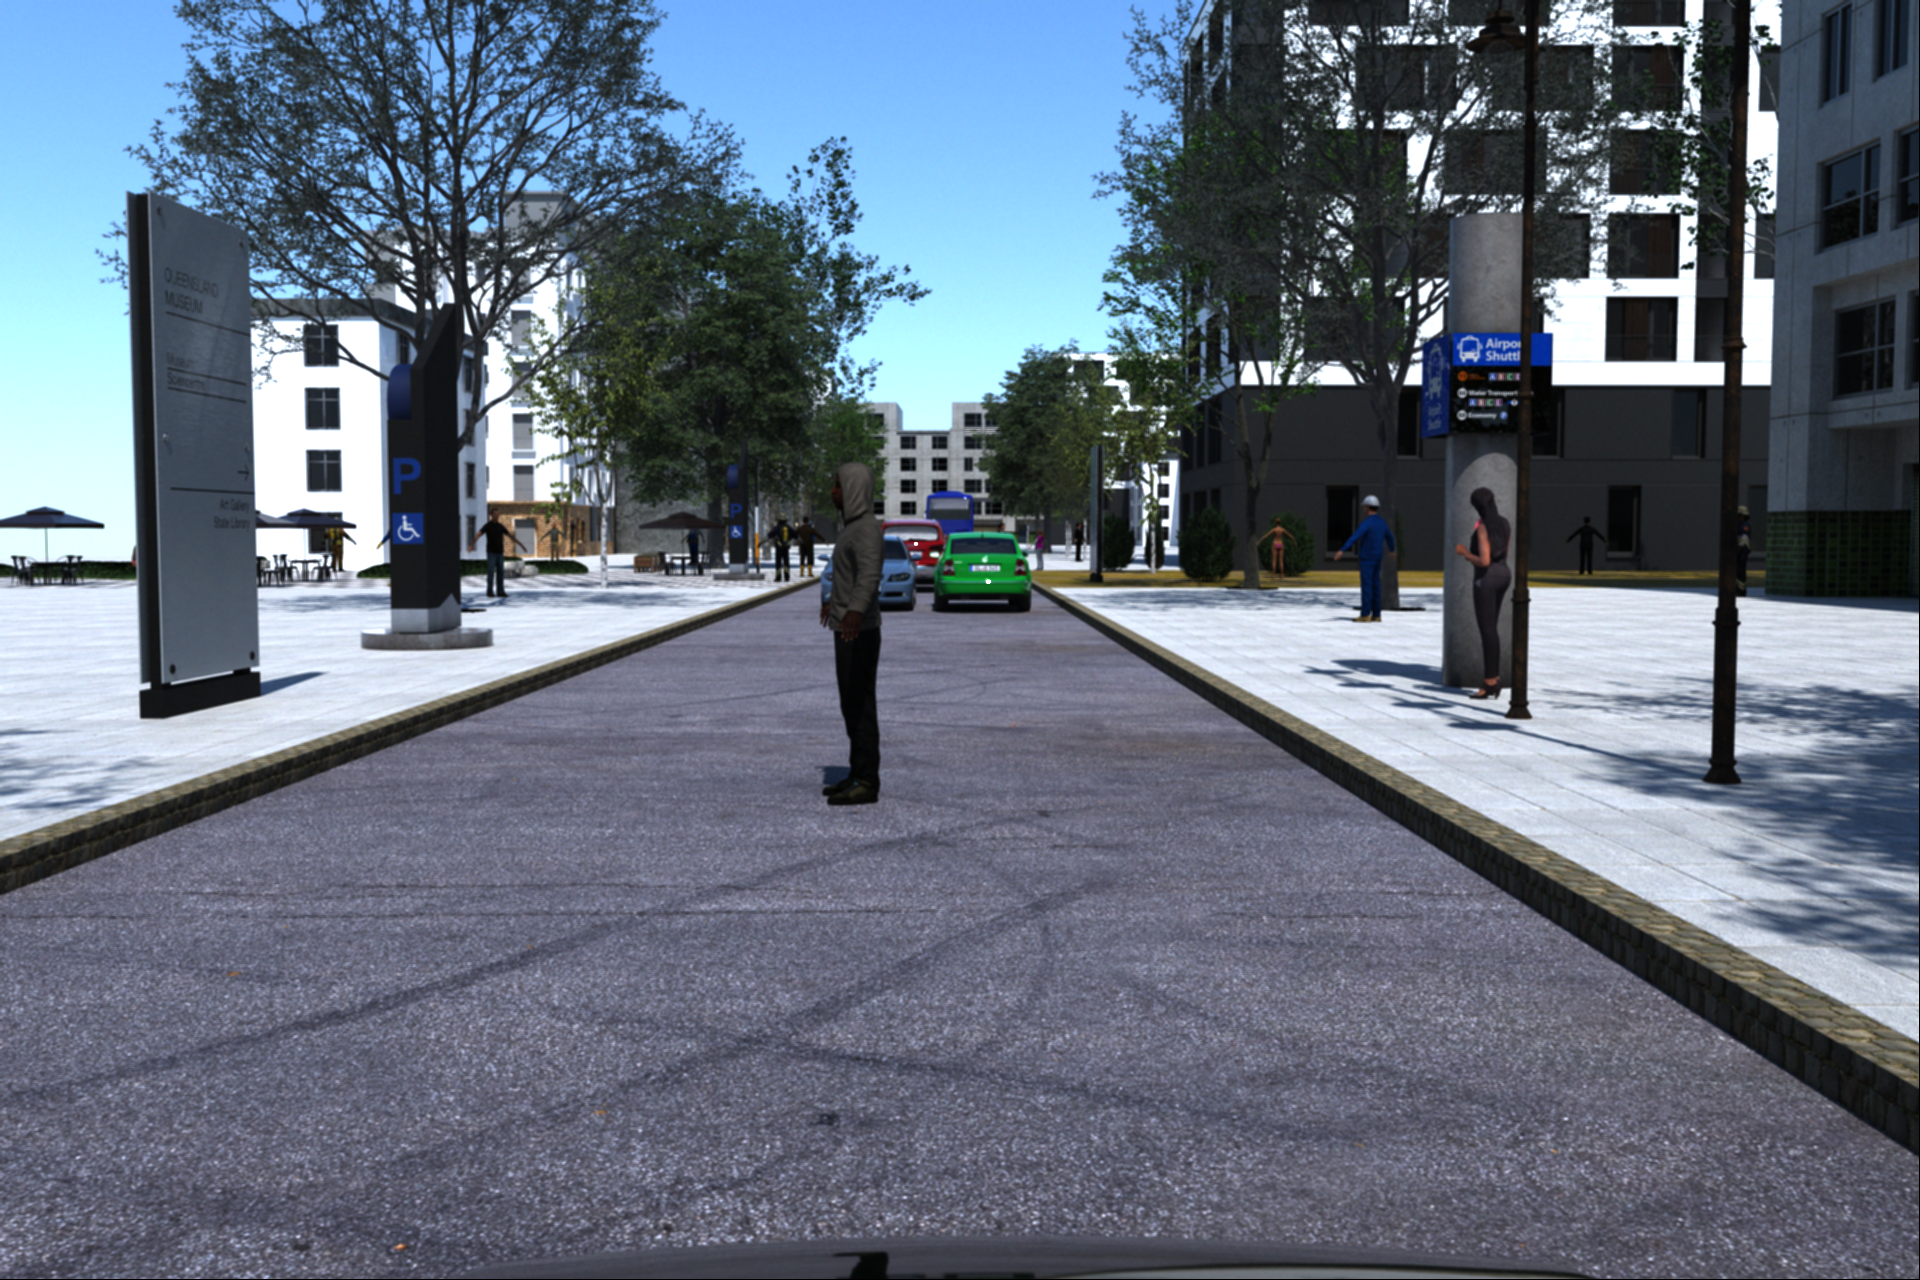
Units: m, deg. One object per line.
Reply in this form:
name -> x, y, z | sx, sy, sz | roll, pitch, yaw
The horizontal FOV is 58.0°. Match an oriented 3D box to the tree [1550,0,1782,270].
tree -> 22.531, -11.608, 45.685 | 12.611, 20.169, 13.585 | 0, 3, 0

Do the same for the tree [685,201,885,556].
tree -> -10.412, -15.020, 101.467 | 12.611, 20.169, 13.585 | 0, 3, 0

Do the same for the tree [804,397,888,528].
tree -> -9.560, -13.728, 142.582 | 7.486, 12.596, 7.792 | 0, 3, 0

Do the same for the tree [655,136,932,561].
tree -> -8.073, -13.836, 82.108 | 12.611, 20.169, 13.585 | 0, 3, 0

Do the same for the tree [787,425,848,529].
tree -> -9.981, -10.030, 114.358 | 4.360, 8.622, 3.978 | 0, 3, 0

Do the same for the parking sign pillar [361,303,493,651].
parking sign pillar -> -6.079, -1.908, 19.660 | 1.447, 3.967, 1.447 | 0, 4, 0

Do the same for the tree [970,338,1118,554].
tree -> 5.596, -12.623, 113.037 | 9.857, 13.997, 8.962 | 0, 3, 0

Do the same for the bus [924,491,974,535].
bus -> -0.635, -6.540, 98.473 | 2.896, 3.916, 12.251 | 0, 4, -1

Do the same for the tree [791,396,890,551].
tree -> -8.977, -12.483, 129.852 | 9.928, 11.665, 9.643 | 0, 3, 0

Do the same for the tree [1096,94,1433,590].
tree -> 6.882, -6.986, 39.971 | 9.928, 11.665, 9.643 | 0, 3, 0

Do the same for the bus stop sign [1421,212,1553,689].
bus stop sign -> 4.402, -1.562, 14.552 | 0.837, 3.901, 0.837 | 0, 4, -1

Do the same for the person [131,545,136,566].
person -> -13.626, -1.408, 29.614 | 0.990, 1.755, 0.434 | -2, 4, -23

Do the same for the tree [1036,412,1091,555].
tree -> 6.691, -9.420, 104.384 | 4.360, 8.622, 3.978 | 0, 3, 0

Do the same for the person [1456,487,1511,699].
person -> 4.091, -0.370, 13.561 | 0.415, 1.643, 0.593 | 0, 4, 2

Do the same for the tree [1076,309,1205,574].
tree -> 6.004, -6.443, 55.707 | 4.737, 8.622, 4.395 | 0, 3, 0

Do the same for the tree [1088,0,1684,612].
tree -> 7.157, -7.249, 28.884 | 12.009, 13.543, 11.850 | 0, 3, 0

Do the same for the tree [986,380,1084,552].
tree -> 5.320, -12.726, 126.191 | 7.486, 12.596, 7.792 | 0, 3, 0

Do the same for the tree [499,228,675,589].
tree -> -8.516, -5.531, 40.798 | 4.737, 8.622, 4.395 | 0, 3, 0

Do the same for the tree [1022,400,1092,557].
tree -> 6.026, -8.833, 94.783 | 4.360, 8.622, 3.978 | 0, 3, 0

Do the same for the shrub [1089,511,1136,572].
shrub -> 5.231, -3.390, 59.461 | 1.661, 2.075, 1.752 | 0, 3, 0

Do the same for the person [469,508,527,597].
person -> -9.459, -1.779, 35.309 | 0.705, 1.803, 1.348 | 3, 5, 42

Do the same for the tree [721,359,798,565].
tree -> -8.511, -7.409, 71.502 | 4.737, 8.622, 4.395 | 0, 3, 0

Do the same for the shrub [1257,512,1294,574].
shrub -> 10.309, -3.143, 55.805 | 1.690, 2.028, 1.600 | 0, 3, 0

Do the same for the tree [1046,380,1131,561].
tree -> 6.300, -8.160, 83.775 | 4.737, 8.622, 4.395 | 0, 3, 0

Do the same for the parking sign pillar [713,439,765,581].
parking sign pillar -> -6.181, -3.662, 48.347 | 1.447, 3.967, 1.447 | 0, 4, -1

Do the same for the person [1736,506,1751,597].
person -> 15.913, -1.804, 35.358 | 0.704, 1.845, 1.351 | 1, 4, 19

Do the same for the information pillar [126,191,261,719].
information pillar -> -5.610, -1.311, 12.745 | 0.184, 3.620, 1.656 | 0, 4, 0

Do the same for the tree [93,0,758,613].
tree -> -8.356, -7.210, 28.259 | 12.009, 13.543, 11.850 | 0, 3, 0

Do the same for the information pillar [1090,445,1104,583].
information pillar -> 3.658, -3.368, 46.385 | 0.184, 3.620, 1.656 | 0, 4, -2

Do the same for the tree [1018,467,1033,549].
tree -> 5.472, -11.892, 144.803 | 4.360, 8.622, 3.978 | 0, 3, 0

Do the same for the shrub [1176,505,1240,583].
shrub -> 6.581, -2.571, 46.084 | 1.661, 2.075, 1.752 | 0, 3, 0

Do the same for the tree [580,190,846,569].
tree -> -9.029, -9.569, 63.106 | 9.857, 13.997, 8.962 | 0, 3, 0

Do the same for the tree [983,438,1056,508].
tree -> 6.168, -12.365, 136.580 | 8.767, 10.594, 7.601 | 0, 4, -5

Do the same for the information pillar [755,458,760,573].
information pillar -> -6.185, -3.762, 52.869 | 0.183, 3.616, 0.504 | 0, 4, -1

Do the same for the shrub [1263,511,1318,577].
shrub -> 9.859, -2.892, 51.710 | 1.690, 2.028, 1.600 | 0, 3, 0
